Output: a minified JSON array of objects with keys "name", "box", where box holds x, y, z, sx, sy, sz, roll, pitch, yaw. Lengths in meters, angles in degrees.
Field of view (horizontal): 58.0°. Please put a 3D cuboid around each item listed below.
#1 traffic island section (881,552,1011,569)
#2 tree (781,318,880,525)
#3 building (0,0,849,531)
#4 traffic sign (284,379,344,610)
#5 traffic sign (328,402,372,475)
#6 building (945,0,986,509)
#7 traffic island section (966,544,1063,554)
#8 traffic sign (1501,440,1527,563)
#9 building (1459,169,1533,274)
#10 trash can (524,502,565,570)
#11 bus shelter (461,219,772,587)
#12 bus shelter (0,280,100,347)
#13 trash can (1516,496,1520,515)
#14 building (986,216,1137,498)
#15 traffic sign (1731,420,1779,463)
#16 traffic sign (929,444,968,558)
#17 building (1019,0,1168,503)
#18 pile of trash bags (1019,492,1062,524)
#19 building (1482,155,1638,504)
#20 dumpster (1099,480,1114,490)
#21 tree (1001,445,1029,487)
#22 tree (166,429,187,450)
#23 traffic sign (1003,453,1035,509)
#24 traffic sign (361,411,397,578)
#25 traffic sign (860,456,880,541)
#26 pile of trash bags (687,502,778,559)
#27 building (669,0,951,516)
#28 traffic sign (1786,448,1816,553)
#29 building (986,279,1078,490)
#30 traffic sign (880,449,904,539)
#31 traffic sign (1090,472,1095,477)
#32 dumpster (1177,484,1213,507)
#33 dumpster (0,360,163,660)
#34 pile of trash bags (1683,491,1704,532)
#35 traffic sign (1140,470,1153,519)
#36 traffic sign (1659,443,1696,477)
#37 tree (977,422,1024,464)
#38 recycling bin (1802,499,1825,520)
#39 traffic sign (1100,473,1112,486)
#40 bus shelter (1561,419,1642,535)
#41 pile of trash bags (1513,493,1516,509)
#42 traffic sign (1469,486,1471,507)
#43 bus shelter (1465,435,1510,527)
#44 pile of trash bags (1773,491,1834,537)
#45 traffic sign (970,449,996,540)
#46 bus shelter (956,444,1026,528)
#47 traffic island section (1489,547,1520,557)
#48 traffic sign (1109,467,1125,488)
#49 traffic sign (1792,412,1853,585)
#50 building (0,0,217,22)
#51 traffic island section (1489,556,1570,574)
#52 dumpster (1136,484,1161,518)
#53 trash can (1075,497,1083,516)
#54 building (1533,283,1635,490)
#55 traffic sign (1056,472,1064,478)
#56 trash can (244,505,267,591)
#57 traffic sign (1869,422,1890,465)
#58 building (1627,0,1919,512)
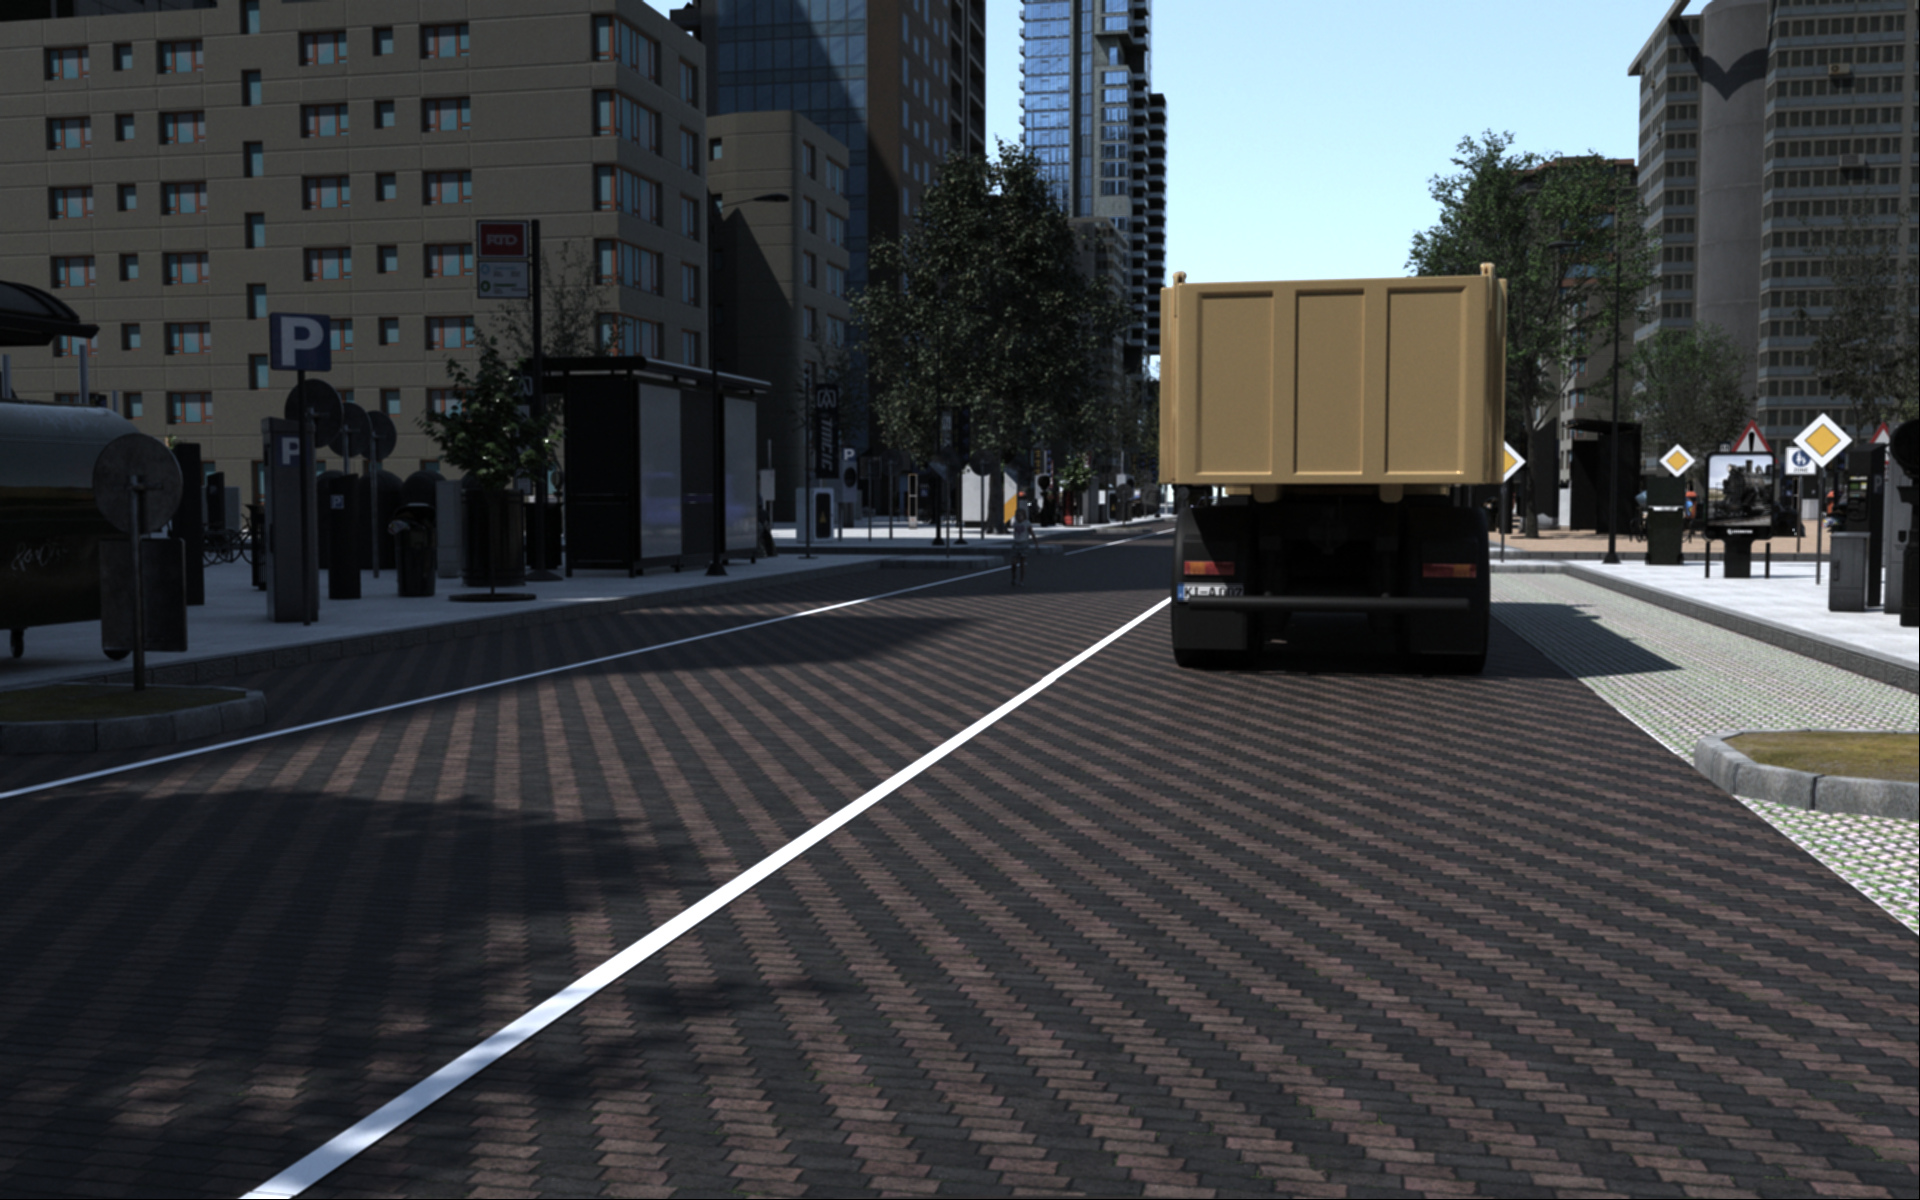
[{"name":"traffic island section","box":[-0.264,-0.760,34.714,2.009,0.180,2.903,1,4,12]},{"name":"tree","box":[-5.088,-7.419,71.661,4.360,8.622,3.978,0,3,0]},{"name":"building","box":[-22.089,-14.110,75.744,27.650,21.520,28.899,1,4,12]},{"name":"traffic sign","box":[-7.153,-1.165,19.154,0.768,2.556,0.104,1,4,17]},{"name":"traffic sign","box":[-8.479,-1.459,23.964,0.768,2.556,0.104,1,4,16]},{"name":"building","box":[-6.782,-42.319,130.165,20.563,71.187,20.611,1,4,12]},{"name":"traffic island section","box":[1.404,-1.238,42.524,2.009,0.180,2.903,1,4,12]},{"name":"traffic sign","box":[10.167,-1.760,32.413,0.795,2.450,0.064,1,4,12]},{"name":"building","box":[84.522,-38.499,253.160,21.300,48.544,21.600,1,4,12]},{"name":"trash can","box":[-7.113,-1.096,29.571,0.748,1.137,0.748,0,3,0]},{"name":"bus shelter","box":[-5.455,-3.074,27.899,2.179,5.291,8.768,1,4,12]},{"name":"bus shelter","box":[-9.730,-1.229,14.017,2.014,3.302,5.546,1,4,12]},{"name":"trash can","box":[34.150,-5.728,105.312,0.748,1.137,0.748,0,3,0]},{"name":"building","box":[8.657,-32.867,229.260,32.217,40.220,23.993,1,4,12]},{"name":"traffic sign","box":[13.852,-1.858,30.374,0.884,2.594,0.081,1,4,18]},{"name":"traffic sign","box":[-0.239,-1.896,34.648,0.795,2.450,0.064,1,4,12]},{"name":"building","box":[19.965,-57.543,253.503,22.319,86.520,31.000,1,4,12]},{"name":"pile of trash bags","box":[3.201,-3.961,74.507,1.912,1.369,3.447,2,4,24]},{"name":"building","box":[80.439,-35.088,228.316,22.147,44.769,28.867,1,4,12]},{"name":"dumpster","box":[8.833,-6.422,107.492,1.502,2.255,1.985,1,4,12]},{"name":"tree","box":[2.341,-7.089,99.622,4.285,4.588,4.351,0,3,0]},{"name":"tree","box":[-23.075,-3.446,50.948,1.663,3.219,1.824,0,3,0]},{"name":"traffic sign","box":[1.429,-2.374,42.457,0.795,2.450,0.064,1,4,12]},{"name":"traffic sign","box":[-8.942,-1.611,26.450,0.768,2.556,0.104,1,4,18]},{"name":"traffic sign","box":[-2.440,-2.740,46.921,0.606,2.300,0.079,1,4,21]},{"name":"pile of trash bags","box":[-5.392,-1.577,35.530,3.447,1.369,1.912,1,4,21]},{"name":"building","box":[-8.810,-28.031,108.422,14.600,45.320,14.200,1,4,12]},{"name":"traffic sign","box":[18.387,-2.189,37.917,0.606,2.300,0.079,1,4,20]},{"name":"building","box":[-4.652,-19.050,156.499,27.650,21.520,28.899,1,4,12]},{"name":"traffic sign","box":[-1.954,-2.985,48.907,0.768,2.556,0.104,1,4,19]},{"name":"traffic sign","box":[7.394,-6.079,99.503,0.768,2.556,0.104,1,4,17]},{"name":"dumpster","box":[12.944,-5.530,95.365,1.985,2.255,1.502,1,4,10]},{"name":"dumpster","box":[-7.069,-0.620,12.628,1.502,2.255,1.985,1,4,12]},{"name":"pile of trash bags","box":[25.350,-3.096,60.377,1.912,1.369,3.447,1,4,17]},{"name":"traffic sign","box":[9.719,-5.546,90.775,0.768,2.556,0.104,1,4,21]},{"name":"traffic sign","box":[16.353,-2.346,39.539,0.795,2.450,0.064,1,4,17]},{"name":"tree","box":[1.232,-8.476,88.939,4.360,8.622,3.978,0,3,0]},{"name":"recycling bin","box":[41.989,-4.455,85.397,0.722,1.027,0.722,0,4,-2]},{"name":"traffic sign","box":[8.811,-6.380,104.420,0.768,2.556,0.104,1,4,14]},{"name":"bus shelter","box":[21.071,-4.024,57.067,1.731,3.624,6.357,1,4,12]},{"name":"pile of trash bags","box":[27.629,-4.951,90.707,3.447,1.369,1.912,-1,4,-22]},{"name":"traffic sign","box":[11.835,-2.237,40.223,0.795,2.450,0.064,1,4,12]},{"name":"bus shelter","box":[20.314,-4.664,67.543,1.731,3.624,6.357,1,4,12]},{"name":"pile of trash bags","box":[24.972,-2.605,52.349,3.447,1.369,1.912,1,4,10]},{"name":"traffic sign","box":[0.633,-2.970,48.660,0.768,2.556,0.104,1,4,14]},{"name":"bus shelter","box":[1.105,-4.516,67.764,2.014,3.302,5.546,1,4,12]},{"name":"traffic island section","box":[11.859,-1.102,40.295,2.009,0.180,2.903,1,4,12]},{"name":"traffic sign","box":[7.361,-4.961,81.223,0.768,2.556,0.104,1,4,15]},{"name":"traffic sign","box":[12.159,-1.425,24.477,0.795,2.450,0.064,1,4,13]},{"name":"building","box":[-47.428,-39.082,77.238,20.611,71.187,20.563,1,4,12]},{"name":"traffic island section","box":[10.192,-0.624,32.485,2.009,0.180,2.903,1,4,12]},{"name":"dumpster","box":[10.140,-5.356,93.337,1.264,1.857,1.865,1,4,12]},{"name":"trash can","box":[7.056,-5.498,101.538,0.748,1.137,0.748,0,3,0]},{"name":"building","box":[67.152,-18.890,153.897,27.650,21.520,28.899,1,4,12]},{"name":"traffic sign","box":[4.571,-4.637,76.994,0.795,2.450,0.064,1,4,14]},{"name":"trash can","box":[-9.151,-0.704,23.161,0.748,1.137,0.748,0,3,0]},{"name":"traffic sign","box":[16.686,-1.919,31.383,0.884,2.594,0.081,1,4,17]},{"name":"building","box":[63.617,-26.618,127.089,32.217,40.220,23.993,1,4,12]}]
